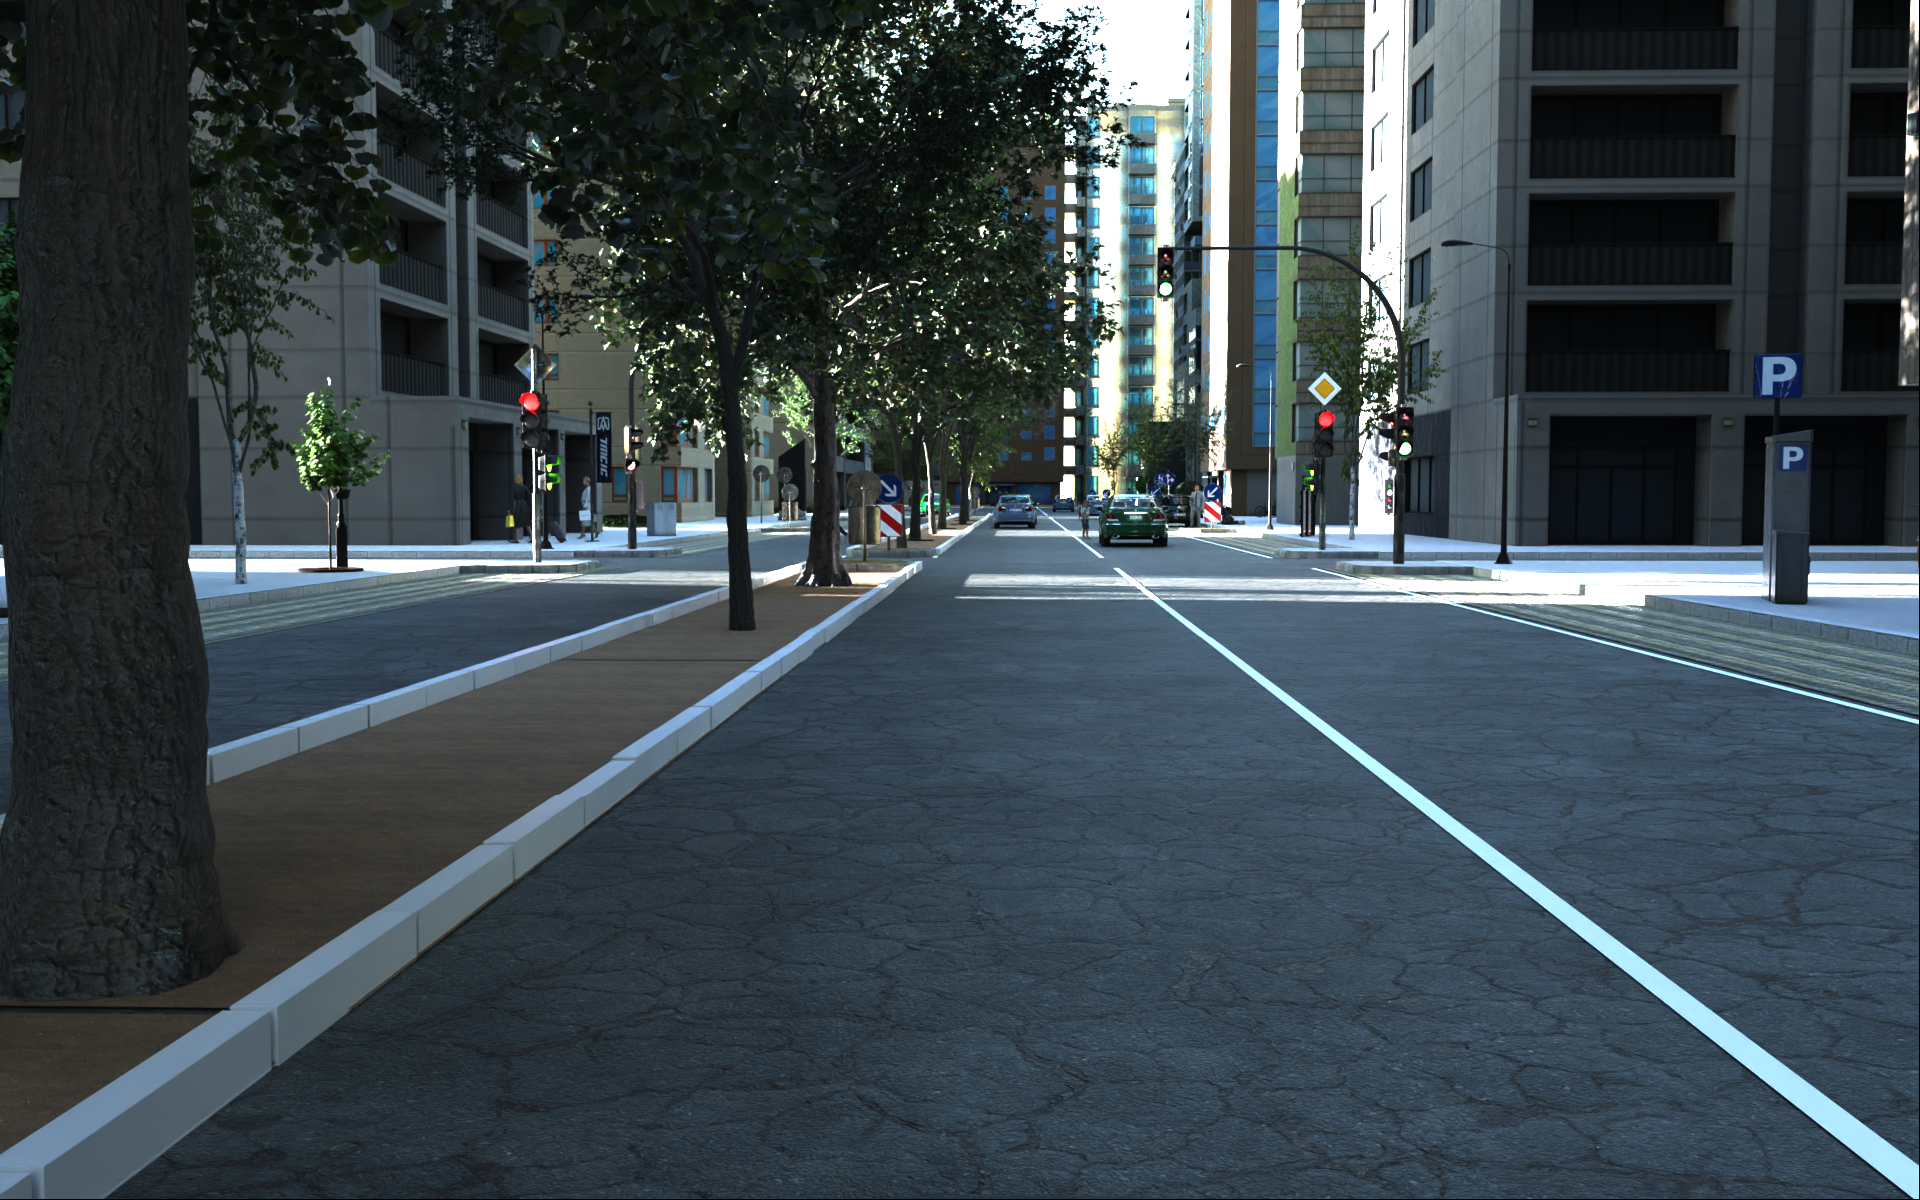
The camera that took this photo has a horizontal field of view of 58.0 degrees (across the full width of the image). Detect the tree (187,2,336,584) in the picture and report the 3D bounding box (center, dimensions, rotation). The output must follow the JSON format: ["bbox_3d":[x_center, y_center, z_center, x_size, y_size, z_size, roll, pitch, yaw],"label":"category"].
[{"bbox_3d":[-10.380,-4.522,24.292,4.360,8.622,3.978,0,3,0],"label":"tree"}]

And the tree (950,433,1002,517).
[{"bbox_3d":[0.673,-9.448,107.301,4.737,8.622,4.395,0,3,0],"label":"tree"}]

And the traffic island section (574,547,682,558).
[{"bbox_3d":[-7.667,-1.111,40.449,2.009,0.180,2.903,0,4,2],"label":"traffic island section"}]

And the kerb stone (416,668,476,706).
[{"bbox_3d":[-3.611,0.619,12.083,0.120,0.150,1.000,0,4,2],"label":"kerb stone"}]

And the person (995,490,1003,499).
[{"bbox_3d":[3.449,-8.788,152.718,0.750,1.759,0.617,-3,4,-38],"label":"person"}]

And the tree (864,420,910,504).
[{"bbox_3d":[-6.223,-12.380,152.774,4.737,8.622,4.395,0,3,0],"label":"tree"}]

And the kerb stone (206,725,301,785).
[{"bbox_3d":[-3.714,0.806,9.017,0.120,0.150,1.000,0,4,2],"label":"kerb stone"}]

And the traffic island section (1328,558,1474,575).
[{"bbox_3d":[8.092,-0.589,31.917,2.009,0.180,2.903,0,4,2],"label":"traffic island section"}]

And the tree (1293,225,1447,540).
[{"bbox_3d":[11.230,-5.998,48.426,4.737,8.622,4.395,0,3,0],"label":"tree"}]

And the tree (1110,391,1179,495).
[{"bbox_3d":[13.260,-10.474,121.606,4.737,8.622,4.395,0,3,0],"label":"tree"}]

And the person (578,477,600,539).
[{"bbox_3d":[-10.706,-2.660,49.894,0.624,1.780,0.694,0,4,1],"label":"person"}]

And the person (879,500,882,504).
[{"bbox_3d":[-7.144,-9.070,157.572,0.421,1.427,0.697,2,4,30],"label":"person"}]

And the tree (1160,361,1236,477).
[{"bbox_3d":[13.009,-8.898,95.843,4.360,8.622,3.978,0,3,0],"label":"tree"}]

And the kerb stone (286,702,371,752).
[{"bbox_3d":[-3.680,0.743,10.040,0.120,0.150,1.000,0,4,2],"label":"kerb stone"}]

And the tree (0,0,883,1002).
[{"bbox_3d":[-2.572,-5.857,4.874,9.857,13.997,8.962,0,3,0],"label":"tree"}]

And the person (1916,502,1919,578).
[{"bbox_3d":[9.169,-0.338,16.253,0.352,1.250,0.332,-1,4,-17],"label":"person"}]

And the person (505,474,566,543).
[{"bbox_3d":[-11.107,-2.385,45.260,1.509,1.804,0.699,0,4,-5],"label":"person"}]

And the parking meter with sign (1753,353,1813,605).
[{"bbox_3d":[9.929,-1.503,20.830,0.543,3.016,1.738,1,4,17],"label":"parking meter with sign"}]

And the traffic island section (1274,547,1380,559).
[{"bbox_3d":[8.365,-1.077,39.897,2.009,0.180,2.903,0,4,2],"label":"traffic island section"}]

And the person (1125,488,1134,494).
[{"bbox_3d":[14.844,-8.912,151.734,1.348,1.826,0.705,1,4,10],"label":"person"}]

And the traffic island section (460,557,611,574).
[{"bbox_3d":[-7.940,-0.623,32.469,2.009,0.180,2.903,0,4,2],"label":"traffic island section"}]

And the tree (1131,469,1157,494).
[{"bbox_3d":[14.422,-8.659,136.171,1.663,3.219,1.824,0,3,0],"label":"tree"}]

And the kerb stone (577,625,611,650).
[{"bbox_3d":[-3.463,0.370,16.182,0.120,0.150,1.000,0,4,2],"label":"kerb stone"}]

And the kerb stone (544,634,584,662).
[{"bbox_3d":[-3.503,0.433,15.154,0.120,0.150,1.000,0,4,2],"label":"kerb stone"}]

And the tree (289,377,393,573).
[{"bbox_3d":[-10.421,-2.074,28.519,1.663,3.219,1.824,0,3,0],"label":"tree"}]

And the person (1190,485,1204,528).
[{"bbox_3d":[9.427,-3.700,69.096,0.635,1.810,0.391,1,4,21],"label":"person"}]

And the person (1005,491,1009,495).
[{"bbox_3d":[5.218,-11.158,191.384,0.683,1.767,0.568,1,4,15],"label":"person"}]

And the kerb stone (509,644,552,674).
[{"bbox_3d":[-3.540,0.494,14.125,0.120,0.150,1.000,0,4,2],"label":"kerb stone"}]

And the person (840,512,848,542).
[{"bbox_3d":[-3.709,-2.672,52.032,0.795,1.843,0.661,0,4,-5],"label":"person"}]

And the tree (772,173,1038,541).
[{"bbox_3d":[-1.266,-7.586,52.243,9.928,11.665,9.643,0,3,0],"label":"tree"}]

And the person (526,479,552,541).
[{"bbox_3d":[-11.486,-2.515,47.352,0.728,1.800,0.709,-3,5,-43],"label":"person"}]

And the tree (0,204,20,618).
[{"bbox_3d":[-10.480,-2.118,18.345,4.285,4.588,4.351,0,3,0],"label":"tree"}]

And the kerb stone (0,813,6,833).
[{"bbox_3d":[-3.790,0.936,6.969,0.120,0.150,1.000,0,4,2],"label":"kerb stone"}]

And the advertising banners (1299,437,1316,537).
[{"bbox_3d":[10.532,-3.432,52.295,0.090,3.025,2.074,2,4,24],"label":"advertising banners"}]

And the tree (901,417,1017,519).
[{"bbox_3d":[0.091,-11.034,100.997,7.486,12.596,7.792,0,3,0],"label":"tree"}]

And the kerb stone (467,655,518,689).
[{"bbox_3d":[-3.572,0.556,13.104,0.120,0.150,1.000,0,4,2],"label":"kerb stone"}]

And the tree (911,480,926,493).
[{"bbox_3d":[-4.686,-11.902,189.197,1.663,3.219,1.824,0,3,0],"label":"tree"}]

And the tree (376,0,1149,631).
[{"bbox_3d":[-2.247,-4.973,18.173,8.767,10.594,7.601,0,4,2],"label":"tree"}]

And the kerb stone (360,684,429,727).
[{"bbox_3d":[-3.640,0.681,11.061,0.120,0.150,1.000,0,4,2],"label":"kerb stone"}]

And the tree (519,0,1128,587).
[{"bbox_3d":[-2.104,-6.565,26.799,9.611,12.733,9.660,0,3,0],"label":"tree"}]

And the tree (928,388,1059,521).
[{"bbox_3d":[0.350,-10.905,91.125,12.009,13.543,11.850,0,3,0],"label":"tree"}]

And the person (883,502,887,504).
[{"bbox_3d":[-3.651,-4.654,84.764,0.590,1.801,0.661,-1,4,-12],"label":"person"}]

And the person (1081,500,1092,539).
[{"bbox_3d":[4.046,-2.580,55.363,0.332,1.250,0.352,-1,4,-10],"label":"person"}]

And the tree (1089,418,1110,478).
[{"bbox_3d":[14.425,-13.080,164.225,4.737,8.622,4.395,0,3,0],"label":"tree"}]

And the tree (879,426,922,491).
[{"bbox_3d":[-5.444,-12.802,159.671,4.360,8.622,3.978,0,3,0],"label":"tree"}]

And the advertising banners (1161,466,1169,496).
[{"bbox_3d":[12.907,-6.896,108.933,0.090,3.025,2.074,1,4,20],"label":"advertising banners"}]
